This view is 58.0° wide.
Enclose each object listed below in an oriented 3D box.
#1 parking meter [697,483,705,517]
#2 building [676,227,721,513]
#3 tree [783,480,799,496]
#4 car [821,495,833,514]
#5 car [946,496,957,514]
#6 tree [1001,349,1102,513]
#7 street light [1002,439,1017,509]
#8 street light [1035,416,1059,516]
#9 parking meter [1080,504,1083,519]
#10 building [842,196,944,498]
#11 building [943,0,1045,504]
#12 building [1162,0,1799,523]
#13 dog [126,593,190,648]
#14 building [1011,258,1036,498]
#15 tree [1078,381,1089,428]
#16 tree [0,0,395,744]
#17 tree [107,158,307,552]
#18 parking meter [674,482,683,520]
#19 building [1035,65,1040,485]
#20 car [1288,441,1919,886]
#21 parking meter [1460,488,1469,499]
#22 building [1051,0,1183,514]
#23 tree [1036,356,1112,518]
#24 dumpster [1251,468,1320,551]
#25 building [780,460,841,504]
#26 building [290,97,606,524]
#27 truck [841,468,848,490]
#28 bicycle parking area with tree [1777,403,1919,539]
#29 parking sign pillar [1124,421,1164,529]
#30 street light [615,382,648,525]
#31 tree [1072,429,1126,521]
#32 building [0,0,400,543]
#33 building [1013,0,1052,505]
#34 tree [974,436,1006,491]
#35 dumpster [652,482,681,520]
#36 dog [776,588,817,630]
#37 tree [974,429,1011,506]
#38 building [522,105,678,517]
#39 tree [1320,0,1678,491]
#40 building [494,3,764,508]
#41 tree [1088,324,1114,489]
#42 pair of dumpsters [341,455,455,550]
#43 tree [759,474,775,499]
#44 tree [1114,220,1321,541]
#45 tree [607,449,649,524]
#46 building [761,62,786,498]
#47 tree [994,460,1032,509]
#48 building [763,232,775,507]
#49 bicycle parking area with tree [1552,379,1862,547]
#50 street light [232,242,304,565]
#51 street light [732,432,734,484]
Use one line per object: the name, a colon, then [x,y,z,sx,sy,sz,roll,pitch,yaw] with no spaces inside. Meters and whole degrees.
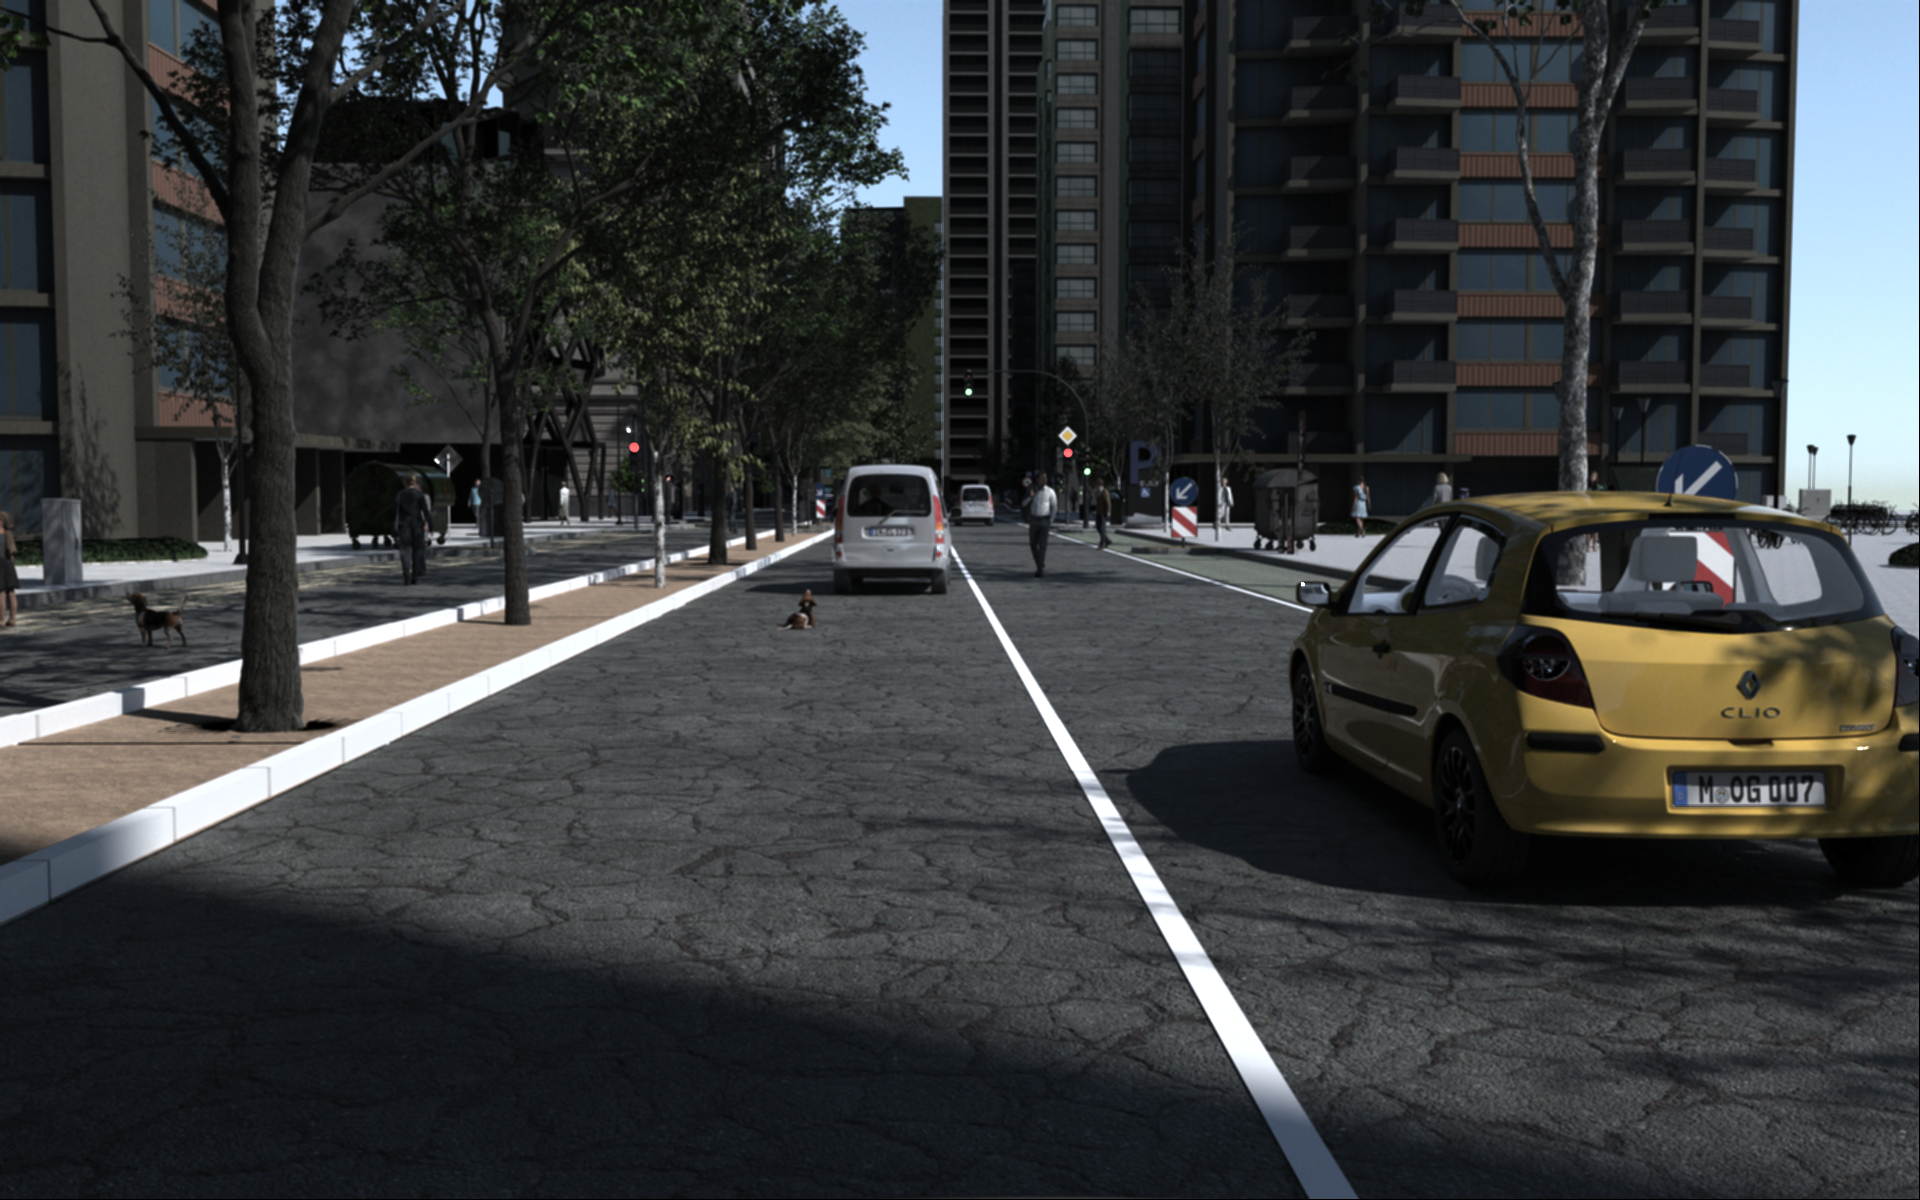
parking meter: [-14.305,-5.500,95.636,0.255,1.863,0.399,-3,4,-36]
building: [-24.854,-20.270,128.686,12.463,27.353,25.104,0,4,-1]
tree: [-17.545,-11.388,180.789,1.663,3.219,1.824,0,3,0]
car: [-9.767,-6.839,124.400,1.945,1.354,3.894,0,4,0]
car: [-0.008,-6.705,122.208,1.945,1.354,3.894,0,4,-3]
tree: [6.098,-10.827,111.430,7.601,10.594,8.767,0,4,7]
street light: [4.179,-10.637,146.453,1.470,5.913,1.316,0,4,-1]
street light: [5.177,-7.981,103.038,1.470,5.913,1.316,0,4,-1]
parking meter: [6.229,-4.838,87.507,0.372,1.533,0.369,0,3,0]
building: [-9.383,-34.023,239.874,14.086,41.232,14.154,0,4,-1]
building: [7.881,-49.207,242.785,20.611,71.187,20.563,0,4,-1]
building: [23.773,-26.268,84.103,28.867,44.769,22.147,0,4,-1]
dog: [-7.486,0.190,16.184,0.540,0.507,0.406,-2,4,-25]
building: [13.178,-27.000,213.143,14.160,30.474,14.107,0,4,-1]
tree: [6.971,-7.696,76.188,4.360,8.622,3.978,0,3,0]
tree: [-4.068,-5.004,10.027,9.928,11.665,9.643,0,3,0]
tree: [-16.320,-5.370,38.155,4.360,8.622,3.978,0,3,0]
parking meter: [-14.189,-4.980,87.138,0.399,1.863,0.255,2,4,24]
building: [14.124,-28.755,153.739,14.154,41.232,14.086,0,4,-1]
car: [2.629,0.150,7.770,2.015,1.641,3.980,0,4,-1]
parking meter: [21.059,-3.909,72.324,0.372,1.533,0.369,0,3,0]
building: [14.072,-27.748,137.276,14.154,41.232,14.086,0,4,-1]
tree: [6.270,-8.635,91.551,4.737,8.622,4.395,0,3,0]
dumpster: [7.446,-2.067,39.561,1.264,1.857,1.865,0,4,-1]
building: [-31.251,-24.556,246.524,28.899,21.520,27.650,0,4,-1]
building: [-25.671,-13.121,81.975,16.820,18.784,16.811,0,4,-1]
truck: [-11.662,-12.173,187.940,2.839,4.237,11.283,0,4,1]
bicycle parking area with tree: [32.032,-4.130,54.528,8.231,4.147,9.016,-1,4,-22]
parking sign pillar: [6.748,-4.588,63.489,1.447,3.967,1.447,0,4,-6]
street light: [-13.555,-6.055,71.543,1.470,5.913,1.316,0,4,-1]
tree: [6.869,-6.060,82.788,4.285,4.588,4.351,0,3,0]
building: [-33.077,-23.951,46.229,28.867,44.769,22.147,0,4,-1]
building: [17.815,-53.599,189.022,22.319,86.520,31.000,0,4,-1]
tree: [3.497,-15.786,208.465,4.737,8.622,4.395,0,3,0]
dumpster: [-14.567,-4.898,85.846,1.264,1.857,1.865,0,4,-1]
dog: [-1.769,0.098,18.587,0.748,0.427,0.550,-2,4,-35]
tree: [4.220,-14.702,190.744,4.360,8.622,3.978,0,3,0]
building: [-23.523,-16.971,106.347,11.050,23.489,19.941,0,4,-1]
tree: [9.877,-10.315,24.536,12.611,20.169,13.585,0,3,0]
building: [-29.461,-32.572,156.246,21.300,48.544,21.600,0,4,-1]
tree: [6.703,-6.587,58.060,4.360,8.622,3.978,0,3,0]
pair of dumpsters: [-13.445,-2.390,41.565,1.574,2.255,4.437,0,4,-1]
tree: [-16.367,-9.193,144.903,1.663,3.219,1.824,0,3,0]
tree: [7.195,-5.892,46.697,4.360,8.622,3.978,0,3,0]
tree: [-14.458,-4.910,74.882,1.663,3.219,1.824,0,3,0]
building: [-34.388,-37.550,203.187,27.495,52.752,28.713,0,4,-1]
tree: [4.606,-10.418,154.055,4.285,4.588,4.351,0,3,0]
building: [-26.466,-24.663,174.947,14.160,30.474,14.107,0,4,-1]
bicycle parking area with tree: [17.937,-3.481,43.925,8.231,4.147,9.016,2,4,25]
street light: [-12.541,-3.601,31.414,1.470,5.913,1.316,0,4,-1]
street light: [-14.577,-8.727,115.220,1.470,5.913,1.316,0,4,-1]
